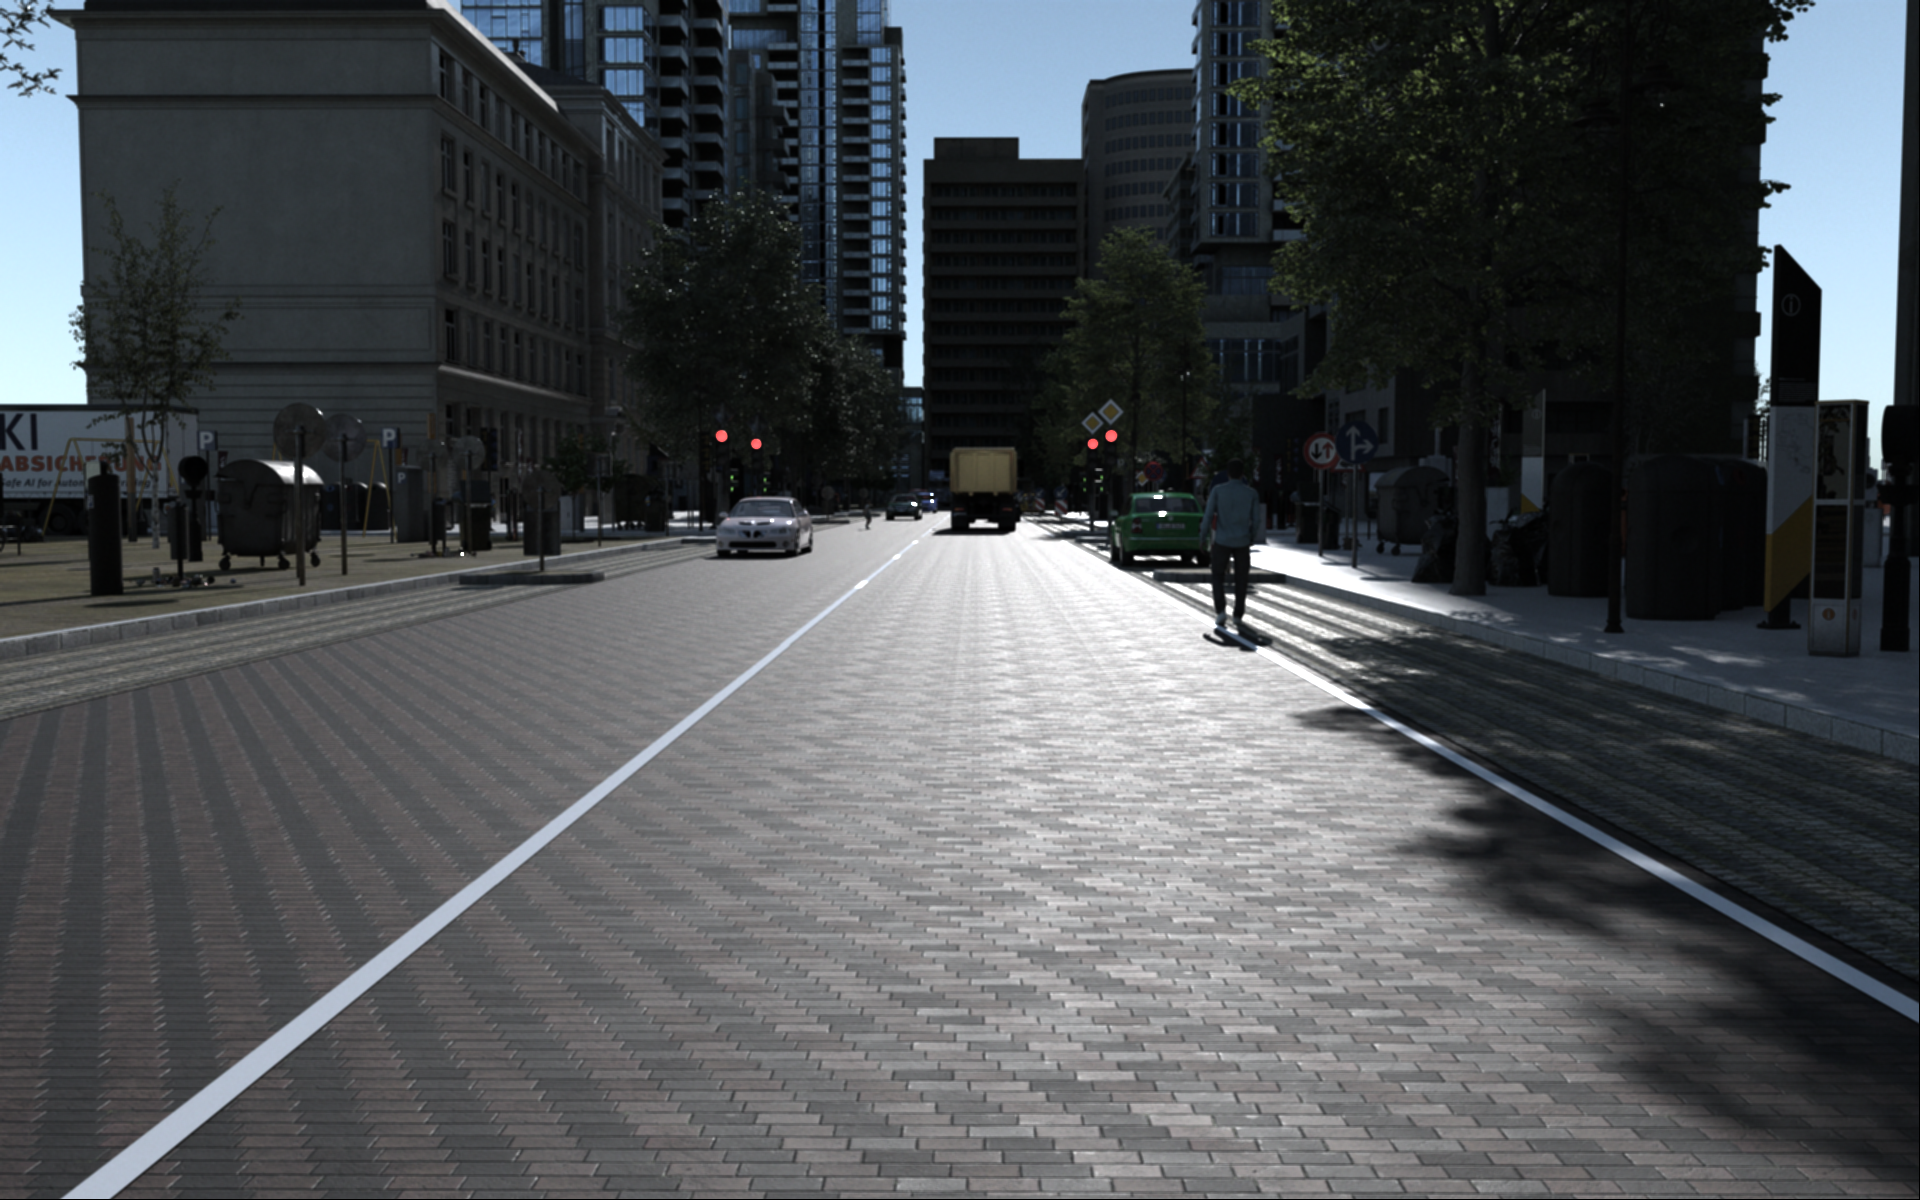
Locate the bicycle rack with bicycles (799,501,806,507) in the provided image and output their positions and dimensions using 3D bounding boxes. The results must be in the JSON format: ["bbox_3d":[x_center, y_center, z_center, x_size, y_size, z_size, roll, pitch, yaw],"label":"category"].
[{"bbox_3d":[-12.371,-7.219,131.413,2.925,0.926,2.852,-3,5,-44],"label":"bicycle rack with bicycles"}]

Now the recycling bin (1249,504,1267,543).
[{"bbox_3d":[7.657,-2.021,45.593,0.722,1.027,0.722,0,4,1],"label":"recycling bin"}]

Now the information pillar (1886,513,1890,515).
[{"bbox_3d":[62.089,-6.798,115.633,0.304,2.012,0.304,3,5,42],"label":"information pillar"}]

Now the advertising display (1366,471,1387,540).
[{"bbox_3d":[11.878,-2.645,48.461,0.974,1.923,0.123,0,4,3],"label":"advertising display"}]

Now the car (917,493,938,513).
[{"bbox_3d":[-2.625,-7.430,131.075,1.945,1.707,3.694,0,4,2],"label":"car"}]

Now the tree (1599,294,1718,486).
[{"bbox_3d":[25.855,-7.010,64.969,4.360,8.622,3.978,0,3,0],"label":"tree"}]

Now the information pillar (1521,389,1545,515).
[{"bbox_3d":[12.852,-2.904,38.831,0.504,3.616,0.183,3,5,42],"label":"information pillar"}]

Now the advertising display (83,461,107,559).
[{"bbox_3d":[-16.815,-1.743,33.718,0.123,1.923,0.974,-3,5,-44],"label":"advertising display"}]

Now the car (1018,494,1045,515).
[{"bbox_3d":[4.887,-6.677,119.387,2.015,1.641,3.980,0,4,-1],"label":"car"}]

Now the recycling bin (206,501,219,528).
[{"bbox_3d":[-28.200,-3.247,65.636,0.722,1.027,0.722,0,4,4],"label":"recycling bin"}]

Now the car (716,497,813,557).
[{"bbox_3d":[-4.595,-1.762,41.165,2.083,1.381,4.827,0,4,2],"label":"car"}]

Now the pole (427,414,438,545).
[{"bbox_3d":[-13.404,-3.066,43.973,0.158,3.312,0.155,0,3,0],"label":"pole"}]

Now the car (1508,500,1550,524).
[{"bbox_3d":[19.416,-2.641,54.985,4.920,1.459,2.131,0,4,-1],"label":"car"}]

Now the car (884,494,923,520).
[{"bbox_3d":[-3.108,-5.183,96.543,2.131,1.459,4.920,0,4,2],"label":"car"}]

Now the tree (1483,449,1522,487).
[{"bbox_3d":[20.364,-4.367,66.008,1.663,3.219,1.824,0,3,0],"label":"tree"}]

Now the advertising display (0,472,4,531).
[{"bbox_3d":[-28.285,-2.772,50.538,0.974,1.923,0.123,2,4,26],"label":"advertising display"}]

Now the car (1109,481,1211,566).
[{"bbox_3d":[4.075,-1.635,35.525,1.959,1.807,4.718,0,4,1],"label":"car"}]

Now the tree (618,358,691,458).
[{"bbox_3d":[-15.752,-8.673,92.163,4.737,8.622,4.395,0,3,0],"label":"tree"}]

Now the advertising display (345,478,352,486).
[{"bbox_3d":[-24.534,-3.927,69.427,0.123,1.923,0.974,0,4,-5],"label":"advertising display"}]

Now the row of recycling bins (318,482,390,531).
[{"bbox_3d":[-21.815,-3.328,61.520,3.534,1.692,1.069,1,4,18],"label":"row of recycling bins"}]

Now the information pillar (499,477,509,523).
[{"bbox_3d":[-19.890,-4.351,75.635,0.304,2.012,0.304,3,4,37],"label":"information pillar"}]

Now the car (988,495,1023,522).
[{"bbox_3d":[2.298,-4.940,90.553,2.009,1.686,4.222,0,4,1],"label":"car"}]

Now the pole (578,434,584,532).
[{"bbox_3d":[-12.764,-3.948,58.390,0.158,3.312,0.155,0,3,0],"label":"pole"}]

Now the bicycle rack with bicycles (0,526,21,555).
[{"bbox_3d":[-20.811,-1.344,35.350,2.852,0.926,2.925,0,4,4],"label":"bicycle rack with bicycles"}]

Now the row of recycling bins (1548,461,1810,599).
[{"bbox_3d":[9.207,-0.885,21.581,3.534,1.692,1.069,0,4,8],"label":"row of recycling bins"}]

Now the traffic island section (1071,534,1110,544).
[{"bbox_3d":[4.445,-1.761,51.069,2.009,0.180,2.903,0,4,1],"label":"traffic island section"}]

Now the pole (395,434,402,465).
[{"bbox_3d":[-19.154,-3.994,59.146,0.158,3.312,0.155,0,3,0],"label":"pole"}]

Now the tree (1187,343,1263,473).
[{"bbox_3d":[12.751,-8.255,85.330,4.737,8.622,4.395,0,3,0],"label":"tree"}]

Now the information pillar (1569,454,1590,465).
[{"bbox_3d":[11.249,-1.653,31.525,0.304,2.012,0.304,0,4,8],"label":"information pillar"}]

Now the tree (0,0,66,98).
[{"bbox_3d":[-9.346,-6.149,10.912,12.009,13.543,11.850,0,3,0],"label":"tree"}]

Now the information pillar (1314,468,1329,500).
[{"bbox_3d":[10.055,-2.676,48.241,0.304,2.012,0.304,-1,4,-15],"label":"information pillar"}]

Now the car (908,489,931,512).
[{"bbox_3d":[-3.383,-8.039,140.112,2.281,1.827,5.304,0,4,-1],"label":"car"}]

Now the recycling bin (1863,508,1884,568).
[{"bbox_3d":[15.883,-1.104,30.611,0.722,1.027,0.722,2,4,31],"label":"recycling bin"}]

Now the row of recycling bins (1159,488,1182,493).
[{"bbox_3d":[14.990,-7.333,127.007,3.534,1.692,1.069,2,4,25],"label":"row of recycling bins"}]

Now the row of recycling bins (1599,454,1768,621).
[{"bbox_3d":[8.062,-0.725,18.964,1.069,1.692,3.534,2,4,35],"label":"row of recycling bins"}]

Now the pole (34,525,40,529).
[{"bbox_3d":[-33.760,-4.244,63.239,0.158,3.312,0.155,0,3,0],"label":"pole"}]

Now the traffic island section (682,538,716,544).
[{"bbox_3d":[-6.996,-1.768,51.181,2.009,0.180,2.903,0,4,1],"label":"traffic island section"}]

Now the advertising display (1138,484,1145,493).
[{"bbox_3d":[9.403,-5.207,90.341,0.123,1.923,0.974,-1,4,-22],"label":"advertising display"}]

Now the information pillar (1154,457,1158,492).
[{"bbox_3d":[12.499,-7.285,110.466,0.183,3.616,0.504,3,4,37],"label":"information pillar"}]

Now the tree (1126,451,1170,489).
[{"bbox_3d":[14.151,-8.958,130.171,4.285,4.588,4.351,0,3,0],"label":"tree"}]

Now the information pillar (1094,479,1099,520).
[{"bbox_3d":[6.585,-4.896,84.540,0.304,2.012,0.304,-3,5,-41],"label":"information pillar"}]

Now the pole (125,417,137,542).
[{"bbox_3d":[-22.094,-3.200,46.163,0.158,3.312,0.155,0,3,0],"label":"pole"}]

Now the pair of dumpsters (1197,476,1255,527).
[{"bbox_3d":[9.699,-3.710,63.153,1.574,2.255,4.437,0,4,1],"label":"pair of dumpsters"}]

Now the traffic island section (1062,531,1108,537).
[{"bbox_3d":[4.520,-2.249,59.054,2.009,0.180,2.903,0,4,1],"label":"traffic island section"}]

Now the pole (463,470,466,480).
[{"bbox_3d":[-19.424,-4.538,68.037,0.158,3.312,0.155,0,3,0],"label":"pole"}]

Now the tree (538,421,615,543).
[{"bbox_3d":[-10.409,-3.145,46.027,1.663,3.219,1.824,0,3,0],"label":"tree"}]

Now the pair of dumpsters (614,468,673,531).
[{"bbox_3d":[-11.467,-3.667,62.453,1.574,2.255,4.437,0,4,0],"label":"pair of dumpsters"}]

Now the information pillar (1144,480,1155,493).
[{"bbox_3d":[9.506,-5.067,87.329,0.304,2.012,0.304,-2,4,-35],"label":"information pillar"}]

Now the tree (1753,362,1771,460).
[{"bbox_3d":[34.523,-7.767,77.353,4.737,8.622,4.395,0,3,0],"label":"tree"}]

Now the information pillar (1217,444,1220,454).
[{"bbox_3d":[10.321,-4.684,67.932,0.504,3.616,0.183,0,4,-2],"label":"information pillar"}]

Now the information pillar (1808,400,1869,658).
[{"bbox_3d":[6.947,-0.563,13.702,0.304,2.012,0.304,-3,5,-44],"label":"information pillar"}]

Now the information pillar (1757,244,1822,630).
[{"bbox_3d":[7.887,-1.533,16.424,0.504,3.616,0.183,-1,4,-14],"label":"information pillar"}]
